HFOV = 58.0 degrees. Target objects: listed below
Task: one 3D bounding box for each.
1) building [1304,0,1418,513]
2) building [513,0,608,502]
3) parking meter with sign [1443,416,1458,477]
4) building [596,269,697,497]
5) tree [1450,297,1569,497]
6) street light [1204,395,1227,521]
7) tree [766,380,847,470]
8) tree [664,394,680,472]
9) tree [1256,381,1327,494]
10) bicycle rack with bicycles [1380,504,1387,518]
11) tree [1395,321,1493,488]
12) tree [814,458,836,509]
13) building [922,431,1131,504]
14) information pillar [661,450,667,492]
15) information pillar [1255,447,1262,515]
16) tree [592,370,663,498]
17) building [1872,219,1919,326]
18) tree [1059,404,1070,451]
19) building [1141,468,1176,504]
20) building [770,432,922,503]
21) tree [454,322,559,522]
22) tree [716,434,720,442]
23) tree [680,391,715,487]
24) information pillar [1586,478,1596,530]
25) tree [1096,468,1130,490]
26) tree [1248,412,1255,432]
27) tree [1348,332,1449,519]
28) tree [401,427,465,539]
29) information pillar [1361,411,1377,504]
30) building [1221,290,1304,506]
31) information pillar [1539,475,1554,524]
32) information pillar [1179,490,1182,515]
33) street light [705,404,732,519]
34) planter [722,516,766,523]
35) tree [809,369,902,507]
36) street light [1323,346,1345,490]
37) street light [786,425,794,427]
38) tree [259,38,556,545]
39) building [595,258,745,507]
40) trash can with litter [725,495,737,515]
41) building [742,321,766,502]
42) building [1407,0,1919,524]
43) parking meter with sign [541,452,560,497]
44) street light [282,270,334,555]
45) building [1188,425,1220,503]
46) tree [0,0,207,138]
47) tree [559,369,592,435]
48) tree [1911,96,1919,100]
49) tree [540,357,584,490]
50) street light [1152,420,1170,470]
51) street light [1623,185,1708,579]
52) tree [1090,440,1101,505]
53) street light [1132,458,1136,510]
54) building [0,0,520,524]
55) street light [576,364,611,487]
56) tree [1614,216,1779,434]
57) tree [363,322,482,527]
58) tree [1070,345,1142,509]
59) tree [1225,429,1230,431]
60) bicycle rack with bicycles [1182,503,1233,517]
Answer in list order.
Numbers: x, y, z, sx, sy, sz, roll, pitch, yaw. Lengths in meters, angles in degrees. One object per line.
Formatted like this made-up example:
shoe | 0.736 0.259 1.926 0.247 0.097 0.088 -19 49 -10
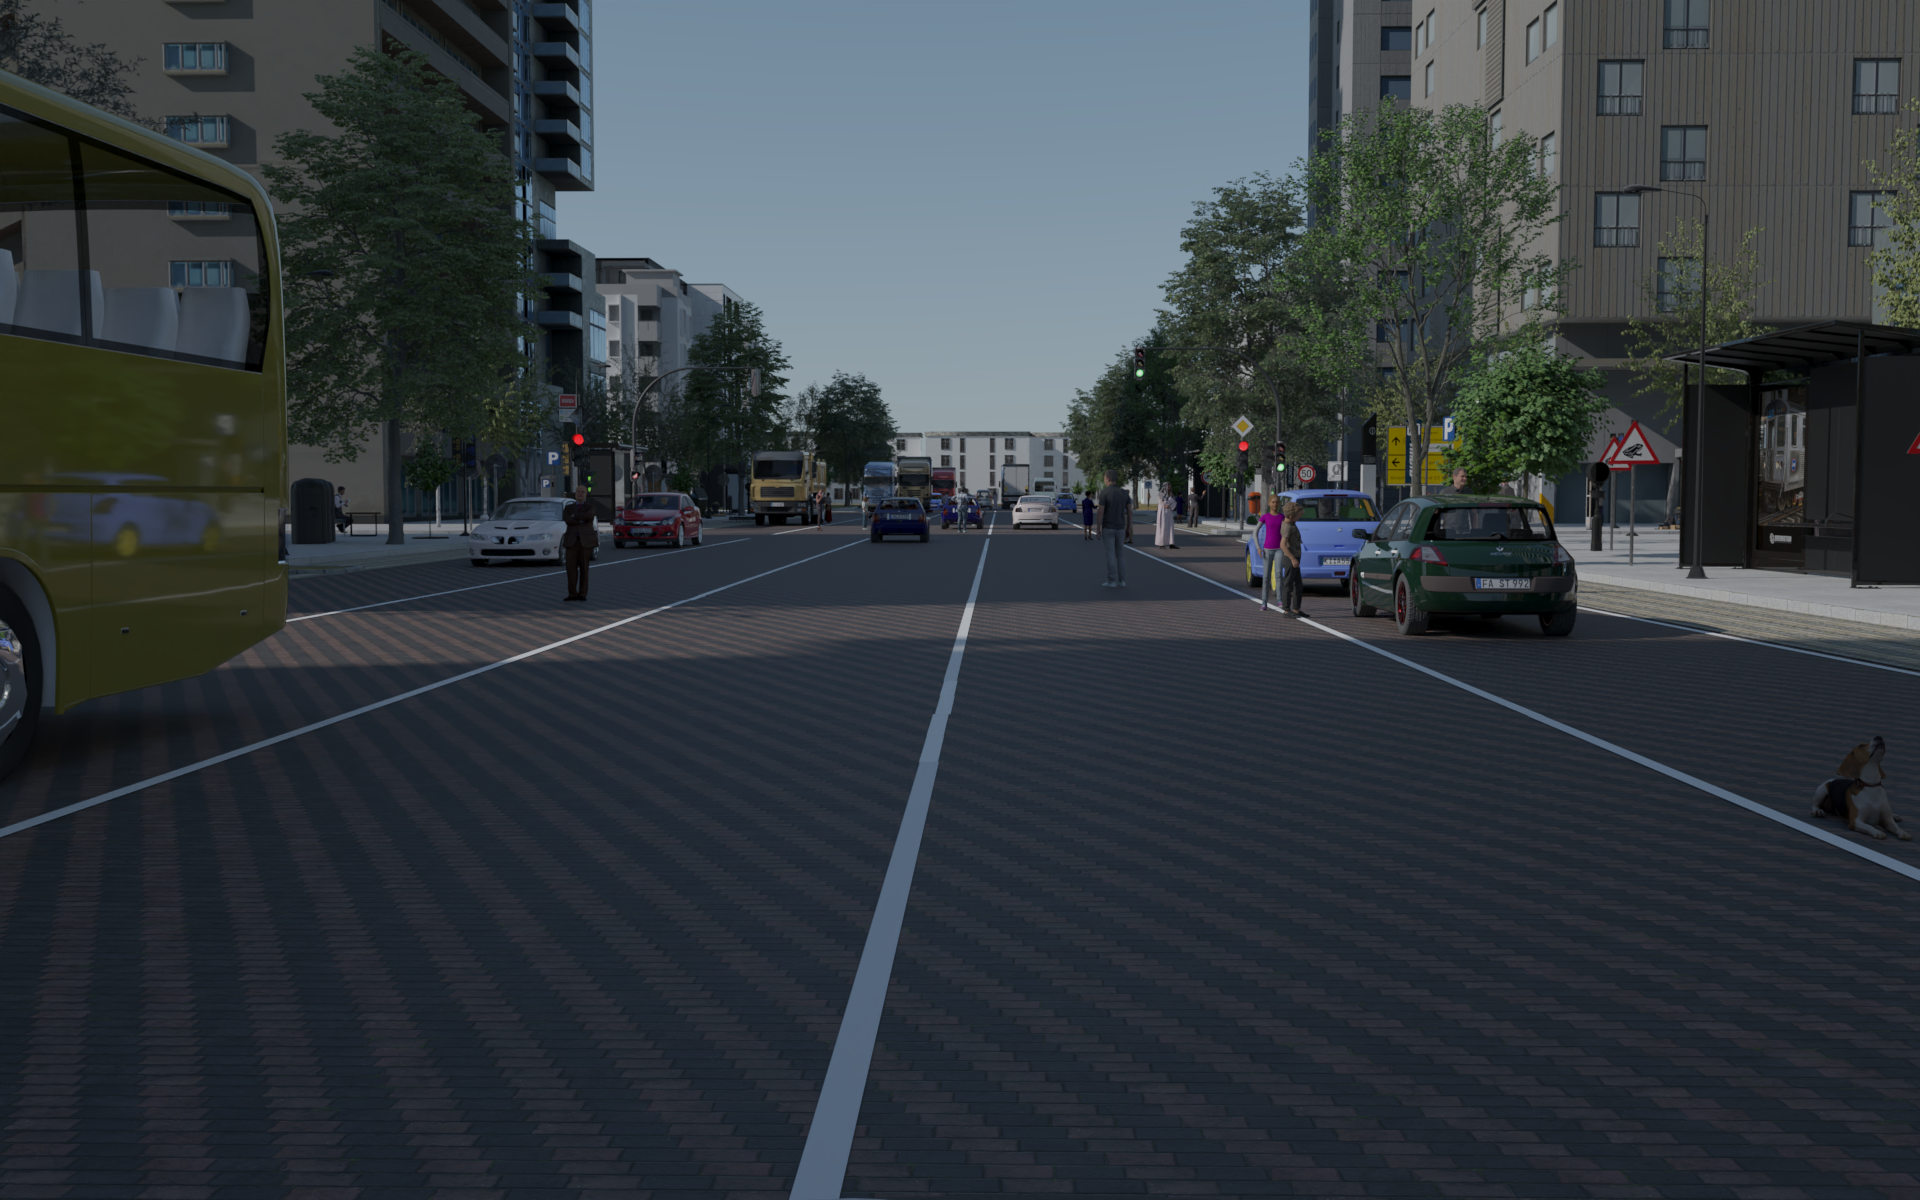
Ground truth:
building | 35.187 -35.427 121.224 21.231 58.520 28.212 0 4 1
building | -35.120 -48.653 108.151 22.319 86.520 31.000 0 4 1
parking meter with sign | 11.838 -2.626 39.190 1.738 3.016 0.543 -1 4 -12
building | -30.500 -17.584 143.917 16.016 20.091 11.380 0 4 1
tree | 20.962 -7.025 65.229 4.737 8.622 4.395 0 3 0
street light | 11.885 -6.663 81.486 1.470 5.913 1.316 0 4 1
tree | -12.619 -12.640 141.071 7.601 10.594 8.767 0 4 0
tree | -20.598 -9.752 109.802 4.737 8.622 4.395 0 3 0
tree | 21.219 -9.622 107.681 4.360 8.622 3.978 0 3 0
bicycle rack with bicycles | 14.595 -3.046 63.192 2.925 0.926 2.852 -1 4 -18
tree | 20.110 -7.398 71.316 4.360 8.622 3.978 0 3 0
tree | -12.300 -10.165 149.911 4.285 4.588 4.351 0 3 0
building | 9.384 -17.987 236.240 28.070 9.664 9.099 0 4 1
information pillar | -15.559 -6.103 91.146 0.183 3.616 0.504 1 4 21
information pillar | 12.907 -5.075 74.328 0.504 3.616 0.183 2 4 30
tree | -20.697 -9.317 102.687 4.737 8.622 4.395 0 3 0
building | 33.185 -43.535 24.475 22.319 86.520 31.000 0 4 1
tree | 15.050 -16.686 179.472 9.857 13.997 8.962 0 3 0
building | 38.572 -17.957 235.737 28.070 9.664 9.099 0 4 1
building | -19.267 -18.058 237.394 28.070 9.664 9.099 0 4 1
tree | -20.417 -7.632 75.138 4.737 8.622 4.395 0 3 0
tree | -18.463 -10.038 114.491 4.360 8.622 3.978 0 3 0
tree | -19.391 -10.383 120.118 4.737 8.622 4.395 0 3 0
information pillar | 22.592 -3.511 61.902 0.304 2.012 0.304 0 4 -6
tree | 14.732 -11.217 167.119 4.285 4.588 4.351 0 3 0
tree | 22.147 -10.465 121.458 4.360 8.622 3.978 0 3 0
tree | 19.997 -7.765 77.318 4.737 8.622 4.395 0 3 0
tree | -15.375 -3.375 49.784 1.663 3.219 1.824 0 3 0
information pillar | 11.582 -3.530 49.072 0.504 3.616 0.183 -2 4 -26
building | 34.178 -17.804 157.545 16.747 18.905 31.486 0 4 1
information pillar | 17.228 -3.634 50.778 0.504 3.616 0.183 -1 4 -22
information pillar | 13.709 -6.319 107.809 0.304 2.012 0.304 -2 4 -31
street light | -12.471 -7.157 89.558 1.470 5.913 1.316 0 4 1
planter | -10.797 -4.024 86.929 1.991 0.319 1.994 0 4 1
tree | -11.486 -16.576 177.665 9.857 13.997 8.962 0 3 0
street light | 11.314 -4.961 53.651 1.470 5.913 1.316 0 4 1
street light | -11.875 -8.837 117.029 1.470 5.913 1.316 0 4 1
tree | -13.977 -7.693 43.901 7.486 12.596 7.792 0 3 0
building | -36.973 -19.717 166.354 27.936 21.610 32.646 0 4 1
trash can with litter | -14.224 -5.782 105.597 1.678 1.210 2.233 1 4 9
building | -28.081 -20.732 195.383 11.380 20.091 16.016 0 4 1
building | 38.181 -30.281 84.338 27.495 52.752 28.713 0 4 1
parking meter with sign | -16.730 -4.529 70.302 0.543 3.016 1.738 0 4 4
street light | -13.676 -3.885 36.066 1.470 5.913 1.316 0 4 1
building | 30.799 -15.038 188.024 9.099 9.664 28.070 0 4 1
tree | -15.167 -6.808 21.681 12.009 13.543 11.850 0 3 0
tree | -21.403 -8.197 84.376 4.737 8.622 4.395 0 3 0
tree | 17.755 -4.875 30.069 4.737 8.622 4.395 0 3 0
tree | -19.767 -8.615 91.220 4.360 8.622 3.978 0 3 0
street light | 12.602 -8.343 108.955 1.470 5.913 1.316 0 4 1
street light | 10.654 -3.279 26.157 1.470 5.913 1.316 0 4 1
tree | 16.238 -15.425 202.559 4.360 8.622 3.978 0 3 0
street light | 13.206 -10.045 136.774 1.470 5.913 1.316 0 4 1
building | -34.879 -28.083 82.852 21.300 48.544 21.600 0 4 1
street light | -13.170 -5.477 62.089 1.470 5.913 1.316 0 4 1
tree | 19.497 -5.804 45.252 4.737 8.622 4.395 0 3 0
tree | -20.305 -7.101 66.456 4.360 8.622 3.978 0 3 0
tree | 15.212 -14.820 148.962 9.857 13.997 8.962 0 3 0
tree | 21.240 -10.914 128.808 4.360 8.622 3.978 0 3 0
bicycle rack with bicycles | 14.477 -5.265 99.457 2.925 0.926 2.852 2 4 30
